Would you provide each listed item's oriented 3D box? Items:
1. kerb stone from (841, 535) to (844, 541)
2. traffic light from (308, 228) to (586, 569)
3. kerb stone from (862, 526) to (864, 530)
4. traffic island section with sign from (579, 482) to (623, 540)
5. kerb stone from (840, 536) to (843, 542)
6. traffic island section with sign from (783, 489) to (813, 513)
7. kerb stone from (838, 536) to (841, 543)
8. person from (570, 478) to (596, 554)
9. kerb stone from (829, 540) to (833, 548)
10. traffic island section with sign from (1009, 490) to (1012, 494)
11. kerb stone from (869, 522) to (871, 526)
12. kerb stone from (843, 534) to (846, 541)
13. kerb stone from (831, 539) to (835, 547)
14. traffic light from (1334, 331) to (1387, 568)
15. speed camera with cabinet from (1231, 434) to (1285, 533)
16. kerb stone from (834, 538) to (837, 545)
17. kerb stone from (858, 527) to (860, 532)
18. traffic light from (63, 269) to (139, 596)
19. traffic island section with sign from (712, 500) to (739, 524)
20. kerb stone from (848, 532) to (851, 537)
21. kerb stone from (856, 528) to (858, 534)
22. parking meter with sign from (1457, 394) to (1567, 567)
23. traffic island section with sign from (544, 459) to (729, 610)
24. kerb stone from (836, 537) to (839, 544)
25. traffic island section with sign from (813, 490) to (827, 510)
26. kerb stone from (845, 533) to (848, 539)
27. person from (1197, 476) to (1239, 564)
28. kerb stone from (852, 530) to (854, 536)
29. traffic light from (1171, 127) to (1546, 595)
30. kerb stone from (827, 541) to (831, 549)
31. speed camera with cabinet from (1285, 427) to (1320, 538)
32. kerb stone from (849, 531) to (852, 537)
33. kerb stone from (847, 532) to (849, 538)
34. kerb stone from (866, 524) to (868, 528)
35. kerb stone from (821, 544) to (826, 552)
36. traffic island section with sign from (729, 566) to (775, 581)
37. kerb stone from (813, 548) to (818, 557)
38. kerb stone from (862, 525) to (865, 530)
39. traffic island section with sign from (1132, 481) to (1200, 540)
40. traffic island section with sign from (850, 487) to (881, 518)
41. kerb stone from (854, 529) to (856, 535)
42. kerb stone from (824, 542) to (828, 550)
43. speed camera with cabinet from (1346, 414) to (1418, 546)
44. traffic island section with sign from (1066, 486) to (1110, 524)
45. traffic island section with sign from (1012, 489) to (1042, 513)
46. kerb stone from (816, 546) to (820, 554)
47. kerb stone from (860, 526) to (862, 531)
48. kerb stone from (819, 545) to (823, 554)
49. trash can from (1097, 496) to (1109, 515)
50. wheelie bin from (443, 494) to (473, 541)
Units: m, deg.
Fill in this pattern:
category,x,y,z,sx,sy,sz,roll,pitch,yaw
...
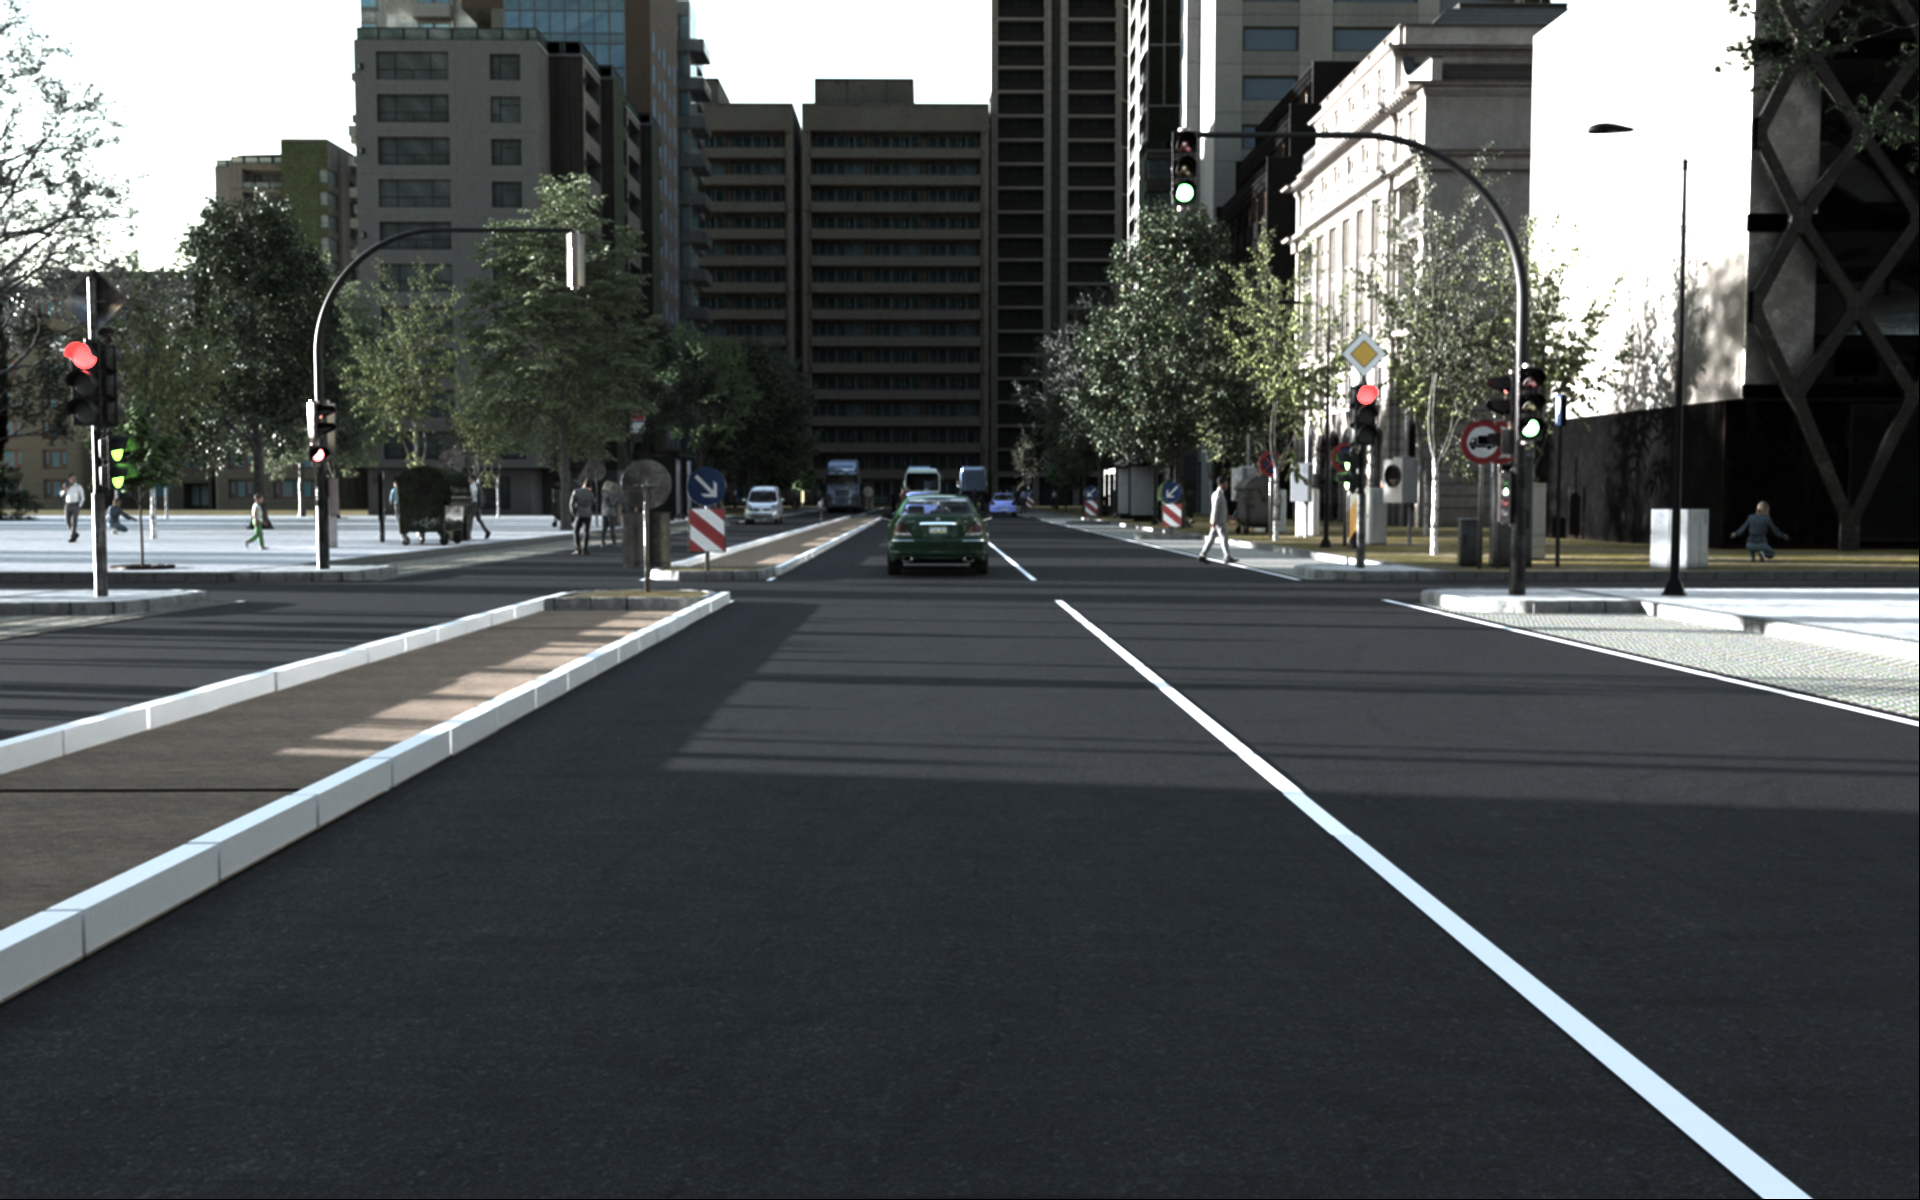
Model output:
category,x,y,z,sx,sy,sz,roll,pitch,yaw
kerb stone,-3.594,-1.790,51.466,0.120,0.150,1.000,0,4,-1
traffic light,-8.833,-3.367,29.717,4.771,5.953,1.251,0,4,-1
kerb stone,-3.841,-2.668,65.817,0.120,0.150,1.000,0,4,-1
traffic island section with sign,-11.084,-2.836,55.002,1.989,1.847,2.006,0,4,-1
kerb stone,-3.572,-1.728,50.442,0.120,0.150,1.000,0,4,-1
traffic island section with sign,-12.451,-7.530,131.745,1.989,1.847,2.006,0,4,-1
kerb stone,-3.552,-1.664,49.420,0.120,0.150,1.000,0,4,-1
person,-8.972,-1.989,41.207,0.592,1.802,0.473,0,4,4
kerb stone,-3.477,-1.414,45.320,0.120,0.150,1.000,0,4,-1
traffic island section with sign,4.683,-9.184,158.782,1.989,1.847,2.006,0,4,-1
kerb stone,-3.990,-3.170,74.024,0.120,0.150,1.000,0,4,-1
kerb stone,-3.602,-1.853,52.488,0.120,0.150,1.000,0,4,-1
kerb stone,-3.489,-1.476,46.342,0.120,0.150,1.000,0,4,-1
traffic light,6.936,-2.511,29.978,0.839,4.253,0.868,0,4,-1
speed camera with cabinet,9.894,-3.851,57.302,2.038,3.252,0.660,-2,4,-34
kerb stone,-3.512,-1.539,47.365,0.120,0.150,1.000,0,4,-1
kerb stone,-3.787,-2.475,62.740,0.120,0.150,1.000,0,4,-1
traffic light,-10.781,-2.002,21.661,0.839,4.253,0.868,0,4,-1
traffic island section with sign,-11.580,-4.518,82.498,1.989,1.847,2.006,0,4,-1
kerb stone,-3.662,-2.041,55.561,0.120,0.150,1.000,0,4,-1
kerb stone,-3.752,-2.353,60.678,0.120,0.150,1.000,0,4,-1
parking meter with sign,9.736,-2.101,30.619,1.738,3.016,0.543,0,4,7
traffic island section with sign,-4.111,-0.857,22.148,2.006,1.907,1.989,0,4,-1
kerb stone,-3.531,-1.602,48.387,0.120,0.150,1.000,0,4,-1
traffic island section with sign,-12.939,-9.178,158.695,1.989,1.847,2.006,0,4,-1
kerb stone,-3.620,-1.915,53.511,0.120,0.150,1.000,0,4,-1
person,5.321,-1.644,35.647,0.850,1.792,0.678,0,4,2
kerb stone,-3.703,-2.164,57.610,0.120,0.150,1.000,0,4,-1
traffic light,4.988,-2.884,21.816,4.771,5.953,1.251,0,4,-1
kerb stone,-3.457,-1.344,44.298,0.120,0.150,1.000,0,4,-1
speed camera with cabinet,10.323,-3.516,51.815,0.660,3.252,2.038,1,4,21
kerb stone,-3.681,-2.103,56.583,0.120,0.150,1.000,0,4,-1
kerb stone,-3.647,-1.974,54.537,0.120,0.150,1.000,0,4,-1
kerb stone,-3.914,-2.919,69.919,0.120,0.150,1.000,0,4,-1
kerb stone,-3.423,-1.226,42.244,0.120,0.150,1.000,0,4,-1
traffic island section with sign,-4.233,-1.310,29.554,2.006,1.907,1.989,0,4,-1
kerb stone,-3.359,-1.037,39.153,0.120,0.150,1.000,0,4,-1
kerb stone,-3.860,-2.728,66.840,0.120,0.150,1.000,0,4,-1
traffic island section with sign,6.532,-2.844,55.129,1.989,1.847,2.006,0,4,-1
traffic island section with sign,-5.580,-5.905,104.681,2.006,1.907,1.989,0,4,-1
kerb stone,-3.738,-2.291,59.656,0.120,0.150,1.000,0,4,-1
kerb stone,-3.444,-1.289,43.274,0.120,0.150,1.000,0,4,-1
speed camera with cabinet,10.588,-3.012,43.574,0.660,3.252,2.038,-2,4,-30
traffic island section with sign,6.048,-4.500,82.203,1.989,1.847,2.006,0,4,-1
traffic island section with sign,5.168,-7.535,131.831,1.989,1.847,2.006,0,4,-1
kerb stone,-3.389,-1.100,40.182,0.120,0.150,1.000,0,4,-1
kerb stone,-3.823,-2.602,64.794,0.120,0.150,1.000,0,4,-1
kerb stone,-3.411,-1.157,41.211,0.120,0.150,1.000,0,4,-1
trash can,8.606,-5.653,104.078,0.748,1.137,0.748,0,3,0
wheelie bin,-13.868,-2.440,47.797,0.693,1.594,0.980,2,4,35
